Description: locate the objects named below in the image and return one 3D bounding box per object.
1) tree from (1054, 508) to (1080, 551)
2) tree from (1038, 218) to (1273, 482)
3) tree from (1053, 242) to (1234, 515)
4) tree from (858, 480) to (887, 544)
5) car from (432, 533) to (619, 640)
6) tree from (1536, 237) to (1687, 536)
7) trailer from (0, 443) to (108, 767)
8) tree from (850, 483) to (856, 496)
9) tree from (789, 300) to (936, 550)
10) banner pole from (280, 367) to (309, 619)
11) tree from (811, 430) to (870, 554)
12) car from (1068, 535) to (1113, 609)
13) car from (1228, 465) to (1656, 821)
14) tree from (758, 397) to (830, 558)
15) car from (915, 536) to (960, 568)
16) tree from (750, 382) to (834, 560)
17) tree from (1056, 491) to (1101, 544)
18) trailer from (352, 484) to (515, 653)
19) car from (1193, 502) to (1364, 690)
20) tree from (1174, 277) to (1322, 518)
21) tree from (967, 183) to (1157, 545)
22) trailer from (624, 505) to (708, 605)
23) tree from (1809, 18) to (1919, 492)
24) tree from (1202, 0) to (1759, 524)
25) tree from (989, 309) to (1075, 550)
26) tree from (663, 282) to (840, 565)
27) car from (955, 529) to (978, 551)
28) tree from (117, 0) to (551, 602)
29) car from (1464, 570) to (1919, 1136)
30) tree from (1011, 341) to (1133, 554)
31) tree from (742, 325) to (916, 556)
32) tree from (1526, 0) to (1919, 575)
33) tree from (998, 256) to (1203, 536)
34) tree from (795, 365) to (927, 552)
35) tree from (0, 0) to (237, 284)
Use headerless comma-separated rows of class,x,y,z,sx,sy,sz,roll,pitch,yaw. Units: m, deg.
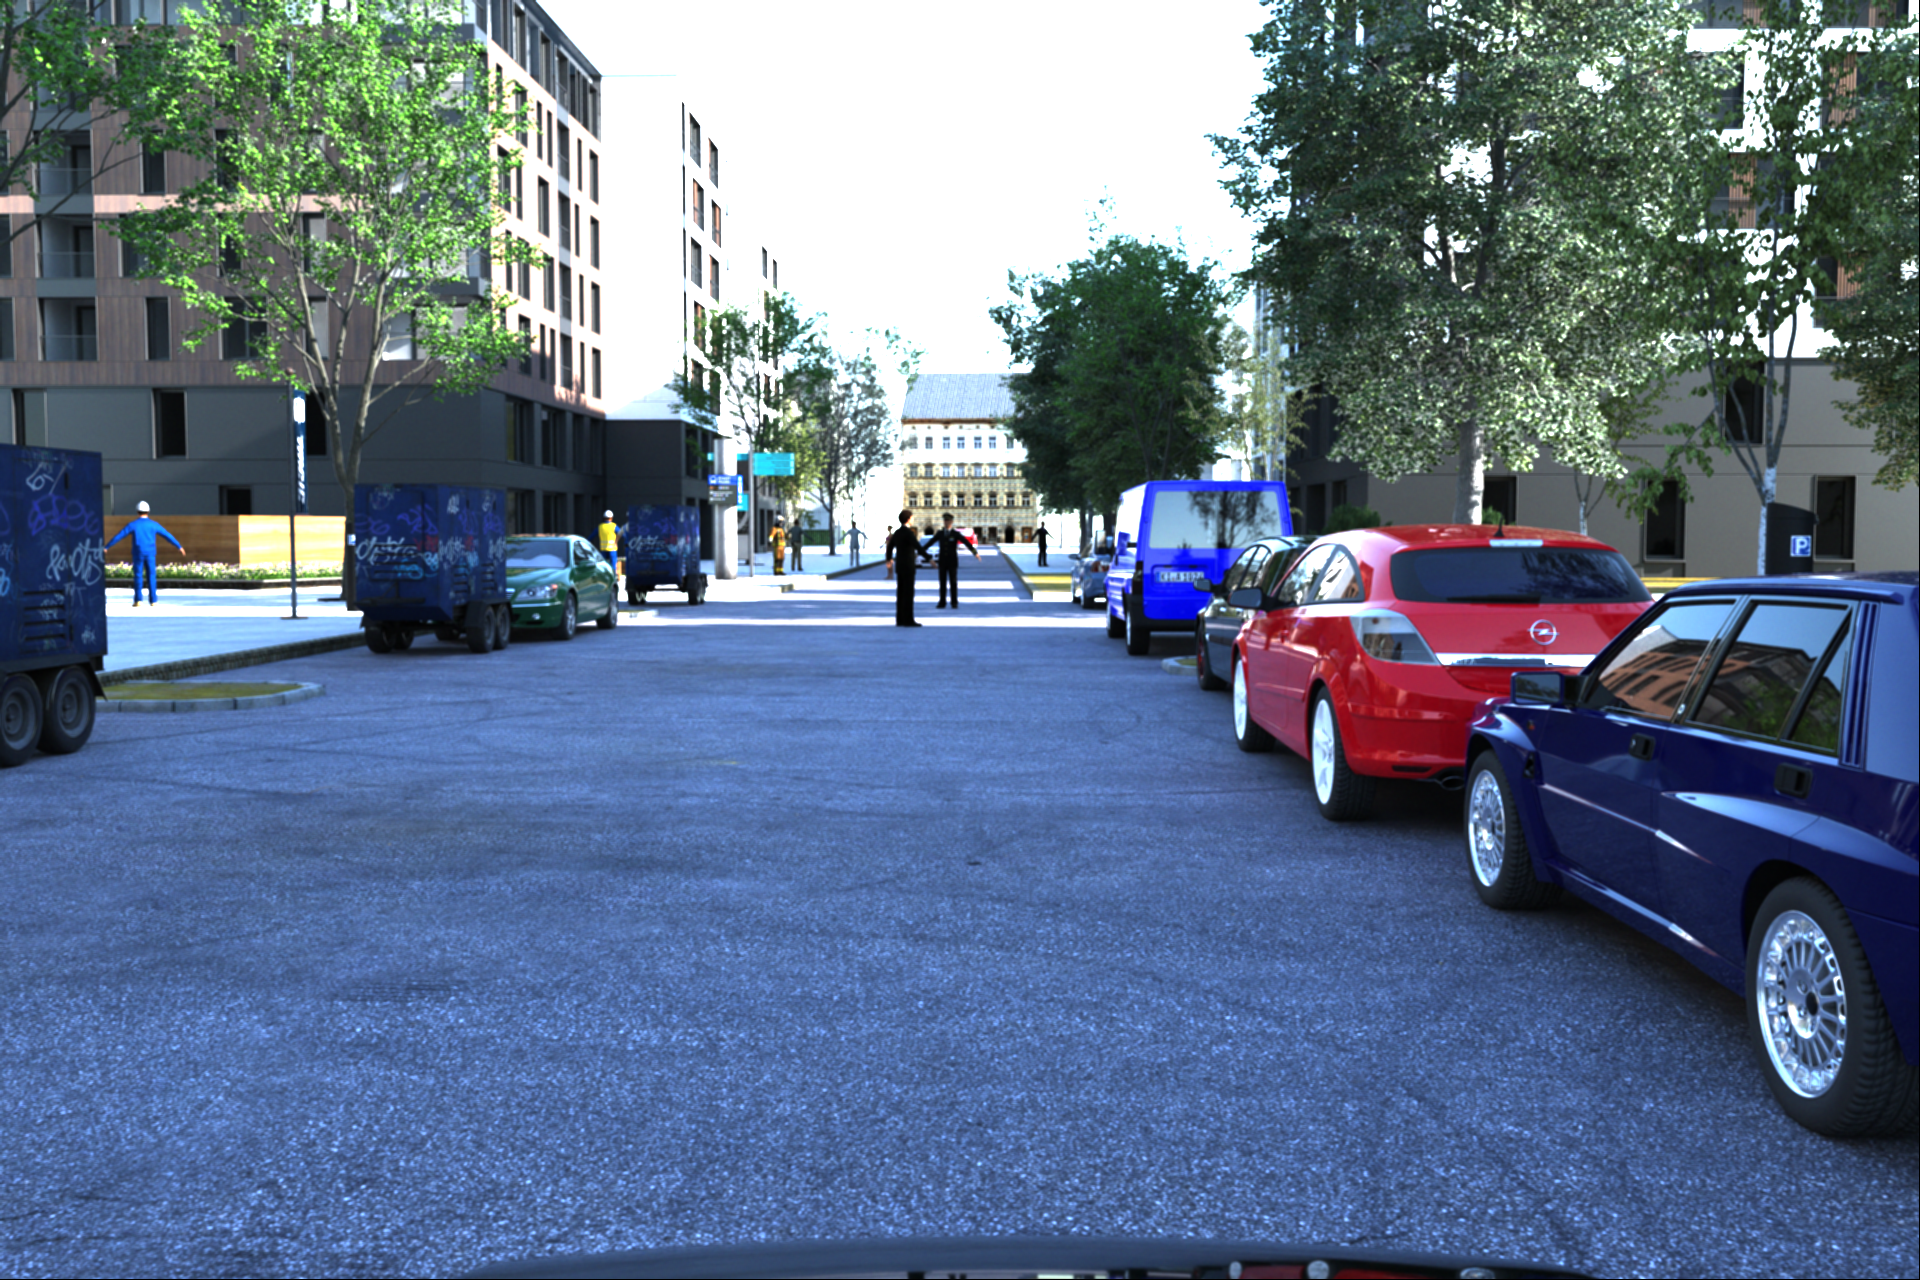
tree,7.970,-10.935,129.147,4.737,8.622,4.395,0,3,0
tree,6.656,-8.120,58.521,9.928,11.665,9.643,0,3,0
tree,7.214,-9.135,67.488,7.486,12.596,7.792,0,3,0
tree,-11.217,-17.328,233.673,4.360,8.622,3.978,0,3,0
car,-6.142,-0.798,24.845,2.131,1.459,4.920,0,4,0
tree,15.010,-5.563,41.311,4.737,8.622,4.395,0,3,0
trailer,-6.507,-0.195,10.236,1.471,1.999,3.904,0,4,1
tree,-19.257,-20.120,235.610,9.857,13.997,8.962,0,3,0
tree,-8.717,-17.440,141.029,12.611,20.169,13.585,0,3,0
banner pole,-10.086,-2.223,26.363,0.401,3.779,0.863,0,4,0
tree,-8.296,-9.980,113.539,4.360,8.622,3.978,0,3,0
car,3.194,-1.374,34.471,2.014,1.417,4.499,0,4,0
car,2.716,-0.067,10.134,2.155,1.783,4.494,0,4,1
tree,-8.711,-8.617,91.250,4.737,8.622,4.395,0,3,0
car,-1.027,-3.755,73.760,2.083,1.381,4.827,0,4,1
tree,-8.710,-8.198,84.396,4.360,8.622,3.978,0,3,0
tree,16.115,-18.146,231.103,7.601,10.594,8.767,0,4,7
trailer,-6.375,-0.817,20.402,1.471,1.999,3.904,0,4,1
car,3.051,-0.300,14.685,2.009,1.686,4.222,0,4,0
tree,8.640,-6.057,49.400,4.360,8.622,3.978,0,3,0
tree,6.777,-14.701,96.246,12.611,20.169,13.585,0,3,0
trailer,-5.972,-1.678,34.485,1.471,1.999,3.904,0,4,1
tree,23.528,-8.028,37.908,9.857,13.997,8.962,0,3,0
tree,9.167,-7.601,30.939,9.857,13.997,8.962,0,3,0
tree,8.649,-17.586,143.413,12.611,20.169,13.585,0,3,0
tree,-8.503,-8.886,71.034,9.928,11.665,9.643,0,3,0
car,0.190,-7.263,127.423,2.281,1.827,5.304,0,4,0
tree,-11.681,-6.546,32.778,9.928,11.665,9.643,0,3,0
car,2.869,0.435,5.465,1.945,1.354,3.894,0,3,0
tree,7.925,-12.509,111.170,9.857,13.997,8.962,0,3,0
tree,-7.768,-11.767,102.756,12.009,13.543,11.850,0,3,0
tree,8.798,-4.208,19.159,4.737,8.622,4.395,0,3,0
tree,6.557,-10.466,77.777,9.857,13.997,8.962,0,3,0
tree,-7.548,-13.001,122.931,12.009,13.543,11.850,0,3,0
tree,-12.686,-5.811,20.765,9.928,11.665,9.643,0,3,0
